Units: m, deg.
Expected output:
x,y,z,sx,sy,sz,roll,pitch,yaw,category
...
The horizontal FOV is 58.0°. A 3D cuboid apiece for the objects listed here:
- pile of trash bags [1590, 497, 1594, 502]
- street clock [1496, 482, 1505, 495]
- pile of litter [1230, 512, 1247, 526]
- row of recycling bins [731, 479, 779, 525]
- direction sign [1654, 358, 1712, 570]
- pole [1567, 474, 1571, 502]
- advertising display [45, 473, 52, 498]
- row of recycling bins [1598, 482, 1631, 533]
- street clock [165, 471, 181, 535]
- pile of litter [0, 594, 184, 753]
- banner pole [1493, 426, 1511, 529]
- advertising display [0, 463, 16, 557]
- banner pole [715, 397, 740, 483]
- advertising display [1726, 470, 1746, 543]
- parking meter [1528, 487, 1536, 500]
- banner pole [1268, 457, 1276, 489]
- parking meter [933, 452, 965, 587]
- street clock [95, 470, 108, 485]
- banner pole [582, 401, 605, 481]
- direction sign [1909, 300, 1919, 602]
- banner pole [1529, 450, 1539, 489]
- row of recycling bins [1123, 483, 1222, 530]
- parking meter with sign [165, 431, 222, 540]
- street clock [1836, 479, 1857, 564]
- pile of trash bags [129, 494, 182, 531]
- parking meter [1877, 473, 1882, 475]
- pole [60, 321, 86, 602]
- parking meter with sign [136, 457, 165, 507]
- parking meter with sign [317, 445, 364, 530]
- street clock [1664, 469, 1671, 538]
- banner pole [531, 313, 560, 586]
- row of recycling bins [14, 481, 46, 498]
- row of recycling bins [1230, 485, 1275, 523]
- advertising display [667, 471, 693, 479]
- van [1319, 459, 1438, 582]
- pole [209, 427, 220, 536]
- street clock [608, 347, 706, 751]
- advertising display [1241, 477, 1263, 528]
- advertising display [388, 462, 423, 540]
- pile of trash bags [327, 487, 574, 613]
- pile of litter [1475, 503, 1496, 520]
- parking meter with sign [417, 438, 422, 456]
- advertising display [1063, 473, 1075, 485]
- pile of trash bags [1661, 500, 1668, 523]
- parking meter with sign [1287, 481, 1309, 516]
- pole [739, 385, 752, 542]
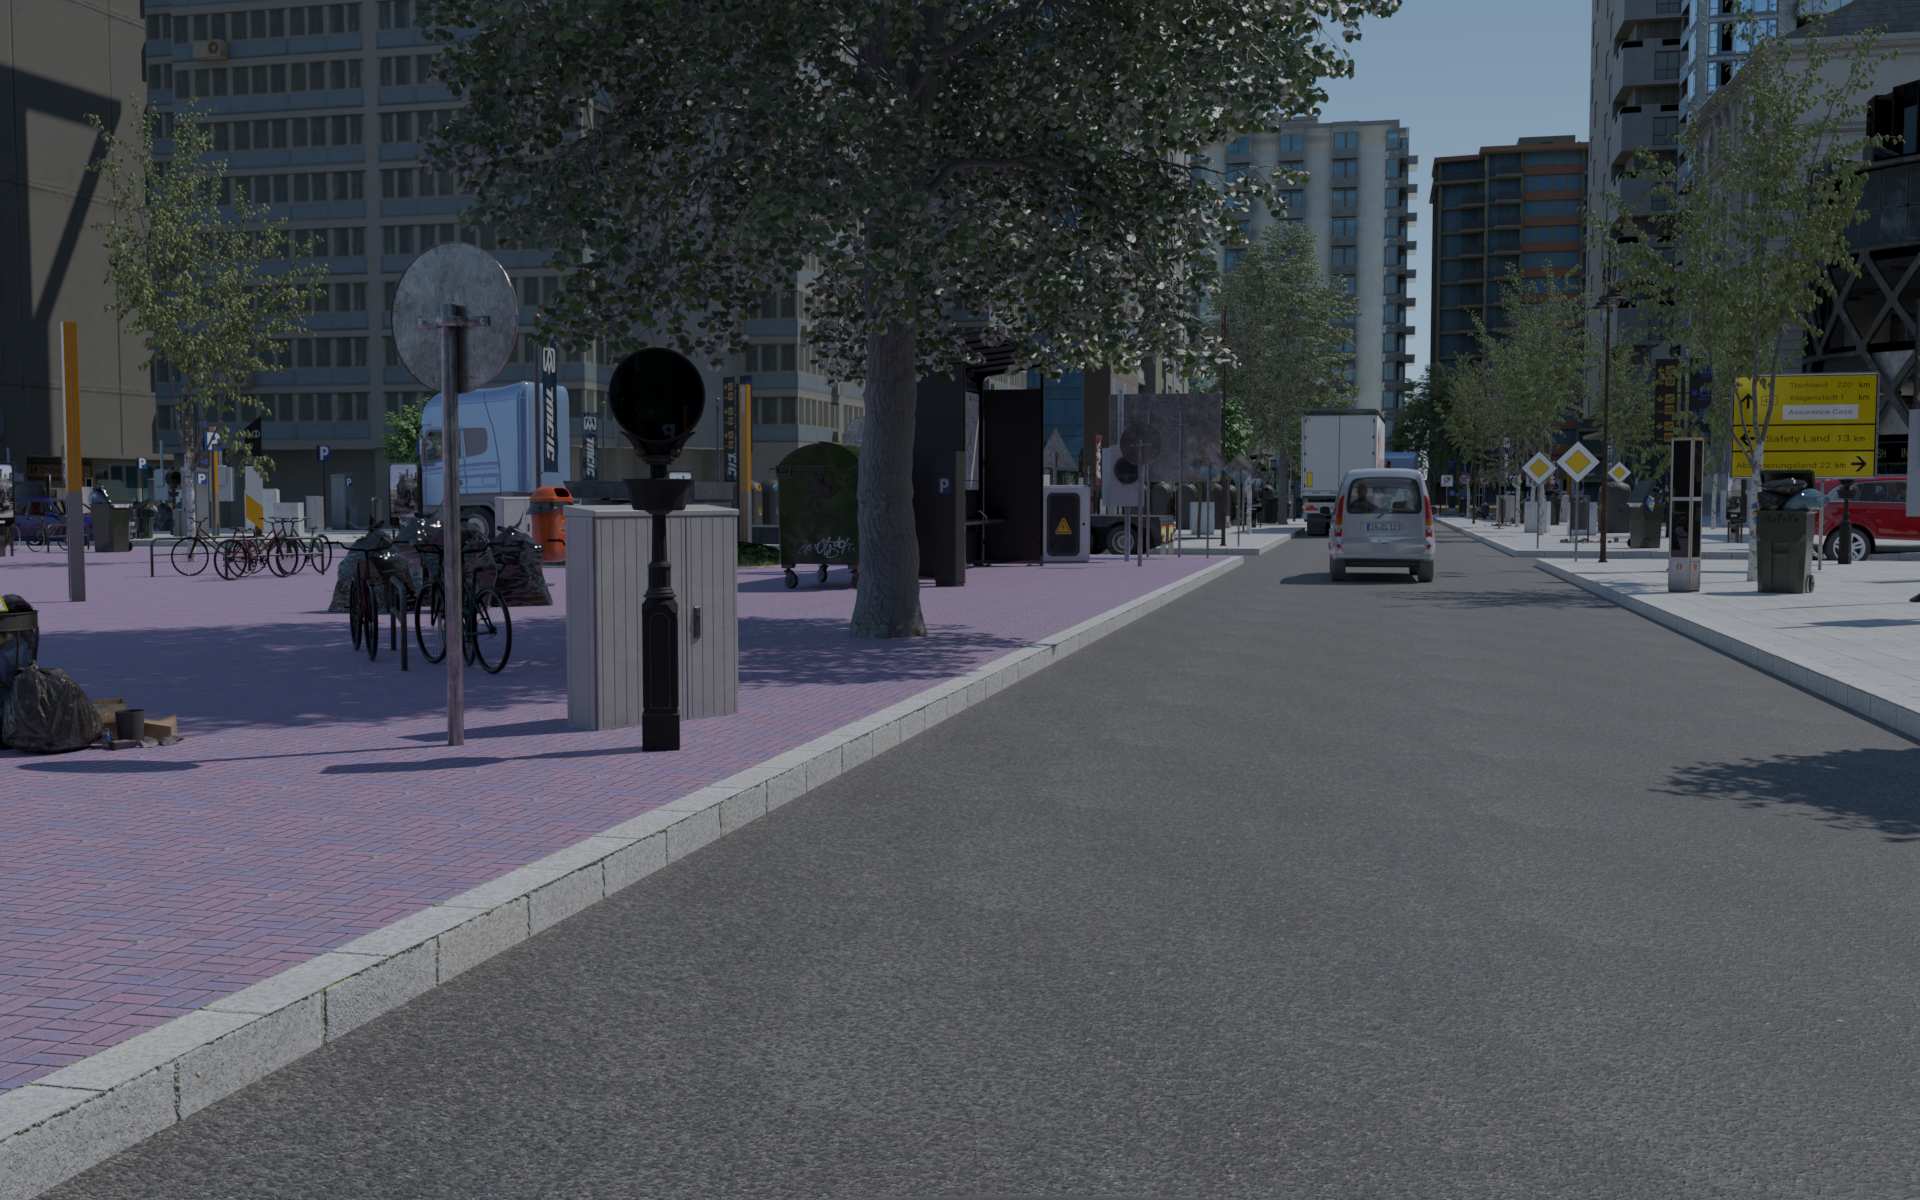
x,y,z,sx,sy,sz,roll,pitch,yaw,category
37.967,-6.016,108.109,3.447,1.369,1.912,2,4,32,pile of trash bags
29.760,-5.549,95.301,0.471,2.002,0.358,-1,4,-9,street clock
11.494,-3.478,70.830,1.176,0.858,1.719,2,4,29,pile of litter
-4.985,-2.574,49.196,3.534,1.692,1.069,-3,5,-42,row of recycling bins
12.066,-2.261,28.971,0.876,3.537,0.379,1,4,18,direction sign
30.249,-5.637,86.009,0.158,3.312,0.155,0,3,0,pole
-28.007,-2.937,53.242,0.123,1.923,0.974,-2,4,-25,advertising display
22.056,-3.129,58.274,1.069,1.692,3.534,1,4,18,row of recycling bins
-24.468,-3.018,53.922,0.358,2.002,0.471,1,4,18,street clock
-4.887,0.302,9.021,1.719,0.858,1.176,2,4,27,pile of litter
19.944,-4.497,63.549,0.863,3.779,0.401,-3,5,-41,banner pole
-19.643,-1.839,35.278,0.123,1.923,0.974,1,4,10,advertising display
-6.056,-3.359,44.944,0.863,3.779,0.401,0,4,7,banner pole
20.504,-2.482,45.788,0.123,1.923,0.974,0,4,3,advertising display
33.231,-5.804,100.614,0.399,1.863,0.255,0,4,6,parking meter
19.816,-7.361,110.376,0.401,3.779,0.863,-3,5,-40,banner pole
-0.149,-1.122,24.057,0.399,1.863,0.255,3,5,40,parking meter
-25.369,-2.855,51.246,0.358,2.002,0.471,-1,4,-9,street clock
-9.808,-3.465,46.671,0.863,3.779,0.401,-3,5,-40,banner pole
11.504,-1.743,20.492,0.876,3.537,0.379,-2,4,-34,direction sign
32.474,-6.591,97.782,0.863,3.779,0.401,-1,4,-21,banner pole
7.790,-3.396,62.637,3.534,1.692,1.069,1,4,13,row of recycling bins
-21.430,-3.197,48.525,1.738,3.016,0.543,2,4,32,parking meter with sign
16.179,-1.654,31.618,0.471,2.002,0.358,3,5,42,street clock
-28.642,-3.142,61.125,3.447,1.369,1.912,2,4,27,pile of trash bags
25.005,-2.529,47.054,0.255,1.863,0.399,-3,5,-45,parking meter
-10.533,-1.635,20.568,0.158,3.312,0.155,0,3,0,pole
-38.176,-5.259,82.247,1.738,3.016,0.543,1,4,19,parking meter with sign
-22.121,-4.019,61.966,1.738,3.016,0.543,2,4,24,parking meter with sign
20.876,-2.835,50.931,0.358,2.002,0.471,1,4,14,street clock
-5.815,-2.097,24.302,0.401,3.779,0.863,1,4,13,banner pole
-30.811,-3.028,56.615,1.069,1.692,3.534,-3,5,-42,row of recycling bins
12.272,-4.259,76.751,3.534,1.692,1.069,2,4,30,row of recycling bins
-7.798,-2.627,48.161,0.123,1.923,0.974,2,4,33,advertising display
7.187,-1.386,29.681,2.013,2.044,4.112,1,4,12,van
-22.557,-3.582,52.404,0.158,3.312,0.155,0,3,0,pole
-1.506,-0.251,8.677,0.471,2.002,0.358,-1,4,-8,street clock
11.070,-3.698,65.682,0.974,1.923,0.123,-2,4,-30,advertising display
-11.398,-1.860,35.630,0.974,1.923,0.123,3,4,36,advertising display
-5.565,-0.633,20.100,1.912,1.369,3.447,1,4,21,pile of trash bags
26.451,-4.446,86.661,1.719,0.858,1.176,0,4,-2,pile of litter
-16.561,-3.496,53.427,0.543,3.016,1.738,-1,4,-10,parking meter with sign
3.390,-2.974,53.845,0.123,1.923,0.974,1,4,20,advertising display
31.290,-4.165,77.857,3.447,1.369,1.912,2,4,30,pile of trash bags
19.068,-6.279,98.928,1.738,3.016,0.543,2,4,24,parking meter with sign
-4.009,-2.357,32.379,0.158,3.312,0.155,0,3,0,pole
